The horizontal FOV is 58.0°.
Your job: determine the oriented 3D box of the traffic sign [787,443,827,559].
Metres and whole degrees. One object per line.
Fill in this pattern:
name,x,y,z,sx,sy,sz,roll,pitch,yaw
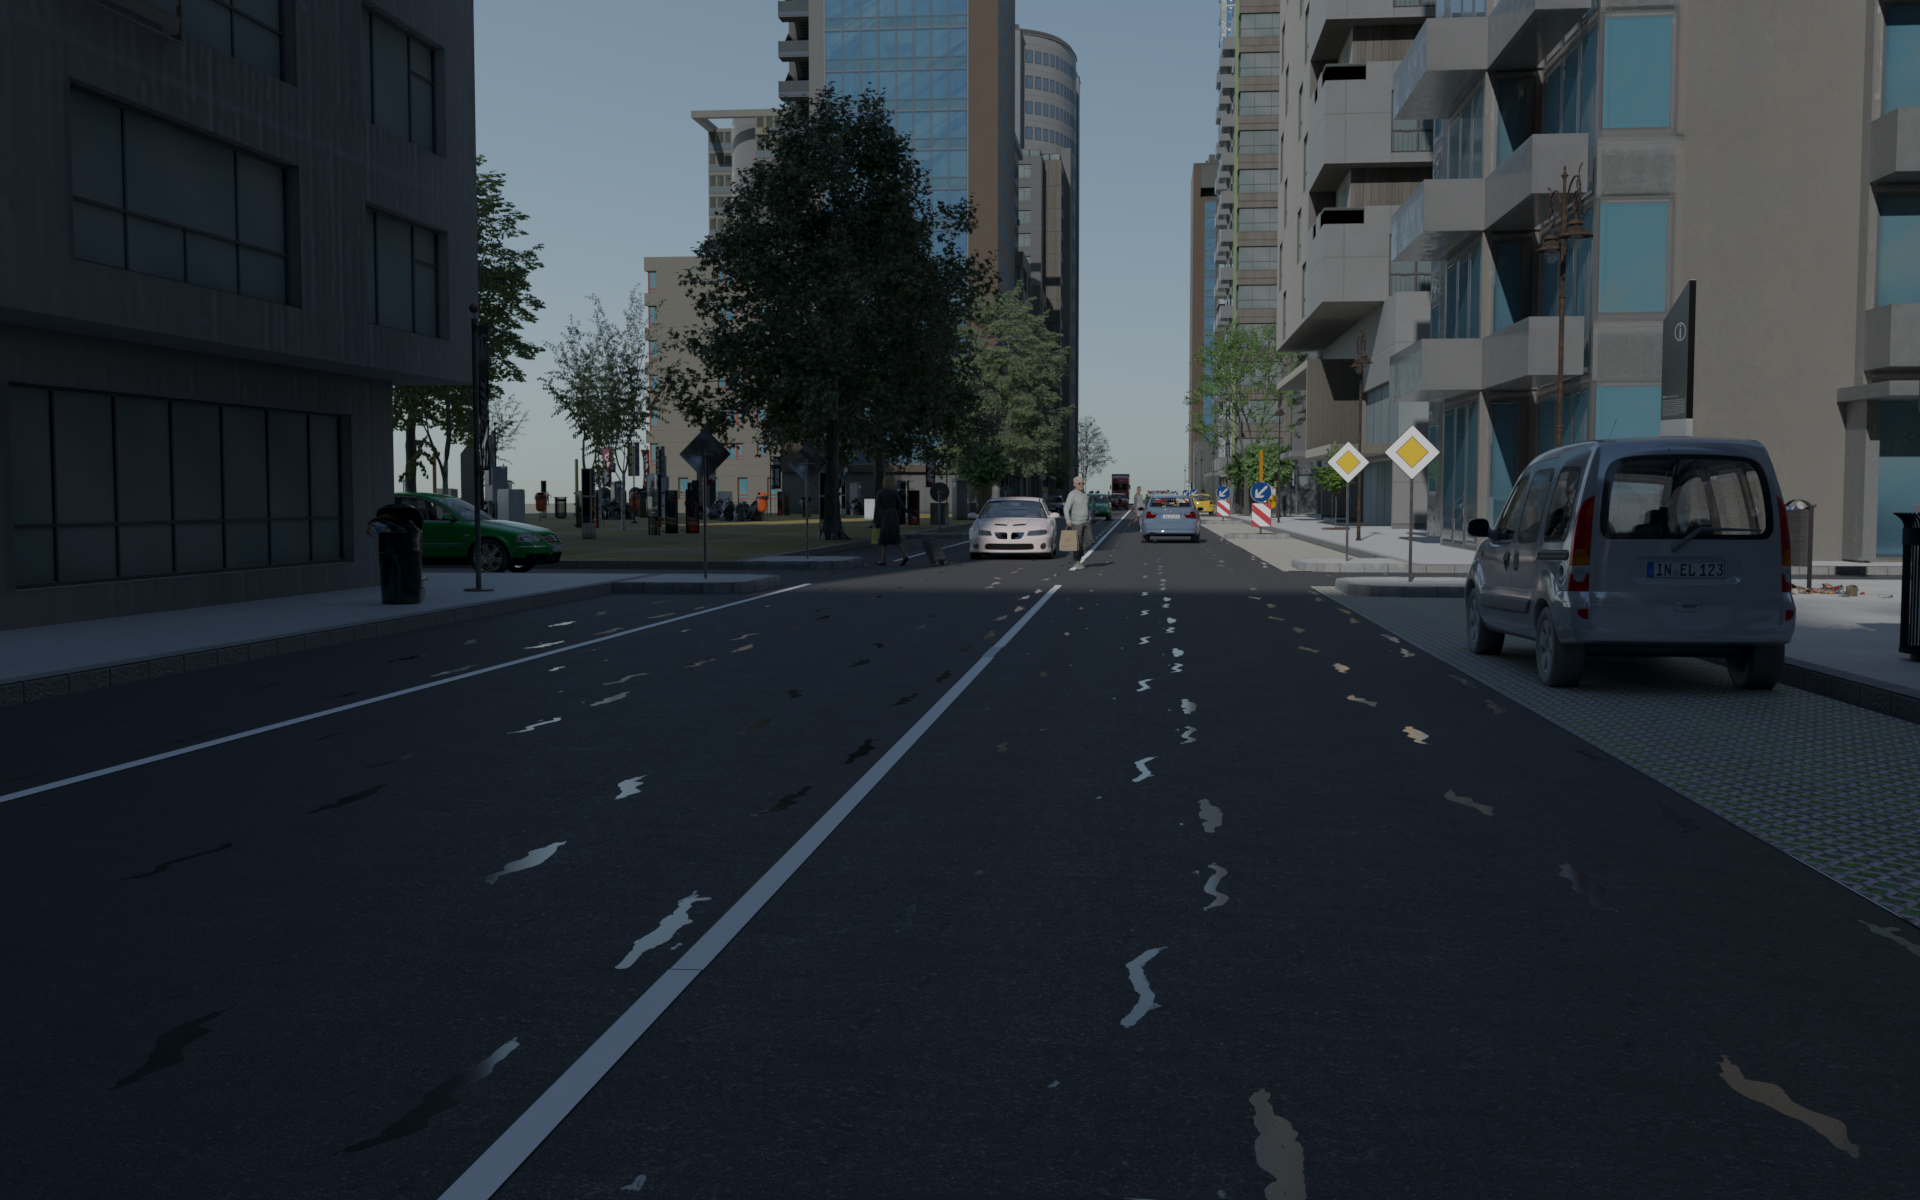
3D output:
traffic sign,-3.022,-1.873,34.261,0.795,2.450,0.064,0,4,6

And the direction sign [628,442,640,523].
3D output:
direction sign,-14.228,-5.112,75.578,0.379,3.537,0.876,-3,5,-43

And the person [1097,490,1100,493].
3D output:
person,13.865,-10.119,173.941,0.705,1.824,1.348,-2,4,-23

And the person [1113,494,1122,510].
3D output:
person,13.944,-8.640,152.959,0.628,1.438,0.799,1,4,22

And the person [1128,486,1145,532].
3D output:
person,6.765,-3.469,65.965,0.760,1.731,0.466,1,4,16

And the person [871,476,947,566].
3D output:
person,-1.077,-1.584,34.622,1.509,1.804,0.699,2,4,27

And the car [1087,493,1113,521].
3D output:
car,7.380,-5.255,94.714,1.959,1.807,4.718,0,4,6

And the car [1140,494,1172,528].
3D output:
car,8.412,-3.828,72.818,2.015,1.641,3.980,0,4,5

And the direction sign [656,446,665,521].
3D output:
direction sign,-14.194,-5.509,82.070,0.379,3.537,0.876,-3,4,-37

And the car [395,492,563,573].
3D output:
car,-9.464,-1.350,30.869,4.718,1.807,1.959,0,4,5

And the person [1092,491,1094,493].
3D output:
person,12.401,-9.451,163.472,0.683,1.767,0.568,0,4,-7

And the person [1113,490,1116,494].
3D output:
person,18.422,-12.176,207.212,1.348,1.869,0.705,2,4,29

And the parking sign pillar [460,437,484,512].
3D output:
parking sign pillar,-22.058,-5.494,78.307,1.447,3.967,1.447,3,5,44

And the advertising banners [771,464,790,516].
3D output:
advertising banners,-10.708,-6.534,103.019,0.090,3.025,2.074,2,4,27

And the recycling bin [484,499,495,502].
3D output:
recycling bin,-26.851,-5.274,98.787,0.722,1.027,0.722,-3,5,-42

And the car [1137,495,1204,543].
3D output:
car,6.326,-2.449,52.044,2.014,1.417,4.499,0,4,7

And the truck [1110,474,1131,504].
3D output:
truck,22.496,-15.517,242.613,2.839,4.237,11.283,0,4,6

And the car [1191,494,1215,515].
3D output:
car,16.529,-6.658,119.080,2.015,1.641,3.980,0,4,5

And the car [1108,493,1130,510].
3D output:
car,14.806,-9.348,161.872,2.155,1.783,4.494,0,4,5

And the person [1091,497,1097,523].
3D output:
person,6.582,-4.468,85.826,0.394,1.301,0.425,1,4,12

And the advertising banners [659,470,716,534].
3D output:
advertising banners,-8.789,-3.698,56.651,2.074,3.025,0.090,-3,4,-36

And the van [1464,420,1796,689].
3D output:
van,5.269,-0.432,14.082,2.013,2.044,4.112,0,4,5

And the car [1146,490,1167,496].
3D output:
car,18.488,-9.368,161.838,2.281,1.827,5.304,0,4,6

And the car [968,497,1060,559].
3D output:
car,1.259,-1.673,39.708,2.083,1.381,4.827,0,4,5

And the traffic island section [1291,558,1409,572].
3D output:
traffic island section,7.435,-0.668,33.199,2.009,0.180,2.903,0,4,6

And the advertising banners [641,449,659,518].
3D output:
advertising banners,-11.987,-4.435,68.700,0.090,3.025,2.074,2,4,29

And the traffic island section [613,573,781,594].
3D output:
traffic island section,-3.899,-0.251,26.385,2.009,0.180,2.903,0,4,6

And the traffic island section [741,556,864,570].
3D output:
traffic island section,-3.046,-0.737,34.325,2.009,0.180,2.903,0,4,6

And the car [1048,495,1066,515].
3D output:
car,6.387,-6.540,119.505,1.945,1.354,3.894,0,4,6

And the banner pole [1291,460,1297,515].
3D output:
banner pole,20.298,-7.038,105.080,0.401,3.779,0.863,-1,4,-20

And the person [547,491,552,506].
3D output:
person,-46.600,-11.392,195.577,1.217,1.723,0.721,1,4,13

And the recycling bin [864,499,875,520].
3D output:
recycling bin,-4.373,-4.553,86.987,0.722,1.027,0.722,1,4,11

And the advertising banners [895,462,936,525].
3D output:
advertising banners,-1.932,-4.595,71.324,2.074,3.025,0.090,0,4,-1

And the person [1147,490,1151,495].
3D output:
person,15.482,-8.178,142.992,0.721,1.735,1.217,-1,4,-14

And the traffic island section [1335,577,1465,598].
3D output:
traffic island section,6.582,-0.182,25.259,2.009,0.180,2.903,0,4,6

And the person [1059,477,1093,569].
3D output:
person,2.204,-1.483,33.233,0.515,1.767,0.782,3,5,42

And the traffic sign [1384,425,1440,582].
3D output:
traffic sign,6.558,-1.318,25.185,0.795,2.450,0.064,0,4,6

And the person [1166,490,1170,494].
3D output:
person,13.238,-6.224,111.079,0.721,1.723,1.217,-3,4,-38

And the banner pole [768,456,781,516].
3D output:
banner pole,-10.839,-6.798,101.156,0.863,3.779,0.401,-1,4,-13

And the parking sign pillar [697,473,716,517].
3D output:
parking sign pillar,-14.044,-6.568,95.852,1.447,3.967,1.447,-3,5,-42

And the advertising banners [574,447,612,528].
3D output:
advertising banners,-13.837,-4.230,65.350,2.074,3.025,0.090,2,4,35

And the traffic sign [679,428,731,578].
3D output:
traffic sign,-3.874,-1.387,26.321,0.795,2.450,0.064,0,4,6

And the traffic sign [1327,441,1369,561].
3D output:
traffic sign,7.410,-1.803,33.124,0.795,2.450,0.064,0,4,6

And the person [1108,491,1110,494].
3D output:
person,16.622,-11.235,192.894,1.217,1.736,0.721,3,4,38

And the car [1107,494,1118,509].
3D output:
car,14.675,-9.661,169.952,2.014,1.417,4.499,0,4,7

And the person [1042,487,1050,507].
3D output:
person,4.301,-4.765,86.592,0.728,1.800,0.709,0,4,-5
